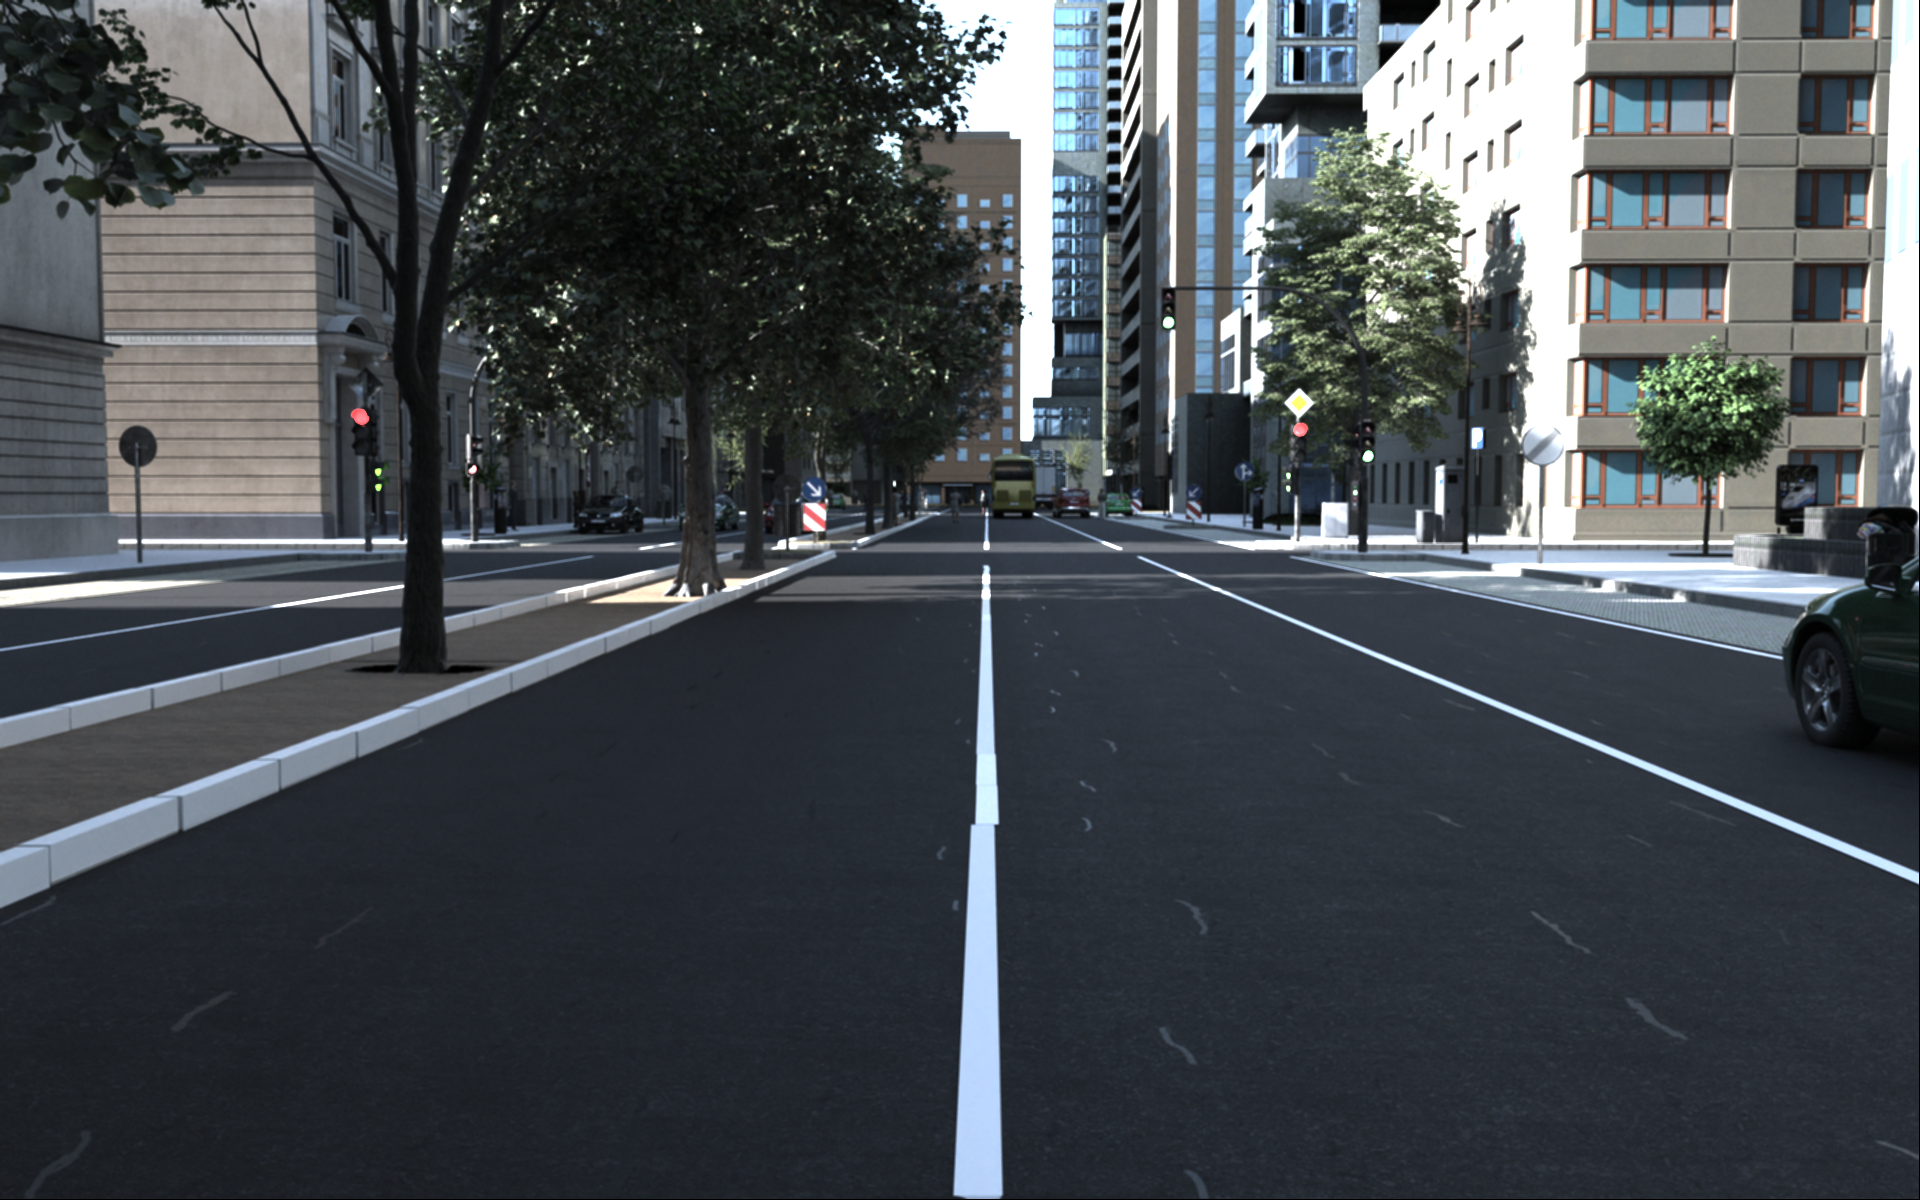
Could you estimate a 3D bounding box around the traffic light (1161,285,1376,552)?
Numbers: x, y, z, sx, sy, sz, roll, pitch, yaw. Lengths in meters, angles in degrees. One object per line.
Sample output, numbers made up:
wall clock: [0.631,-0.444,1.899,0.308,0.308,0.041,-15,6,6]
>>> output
traffic light: [6.744,-3.869,37.921,4.771,5.953,1.251,0,4,1]

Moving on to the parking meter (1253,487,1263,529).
parking meter: [10.873,-3.350,63.184,0.372,1.533,0.369,0,3,0]

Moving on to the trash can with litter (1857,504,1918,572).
trash can with litter: [10.507,-0.509,19.706,0.624,1.170,1.055,1,4,23]

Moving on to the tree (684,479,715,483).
tree: [-14.641,-6.197,95.918,1.663,3.219,1.824,0,3,0]

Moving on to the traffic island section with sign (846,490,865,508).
traffic island section with sign: [-10.684,-10.277,176.656,1.989,1.847,2.006,0,4,1]

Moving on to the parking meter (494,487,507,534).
parking meter: [-14.862,-2.910,55.985,0.372,1.533,0.369,0,3,0]

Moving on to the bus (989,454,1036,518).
bus: [3.202,-7.007,106.111,2.896,3.916,12.252,0,4,1]

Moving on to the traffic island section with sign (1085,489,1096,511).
traffic island section with sign: [10.599,-8.527,148.041,1.989,1.847,2.006,0,4,1]

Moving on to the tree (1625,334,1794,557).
tree: [15.399,-3.184,35.776,4.285,4.588,4.351,0,3,0]

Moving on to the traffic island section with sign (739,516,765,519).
traffic island section with sign: [-11.882,-5.560,99.537,1.989,1.847,2.006,0,4,1]

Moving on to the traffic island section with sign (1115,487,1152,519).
traffic island section with sign: [9.817,-5.473,98.106,1.989,1.847,2.006,0,4,1]

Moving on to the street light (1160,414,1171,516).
street light: [11.879,-7.801,100.341,0.468,5.910,1.993,0,4,1]

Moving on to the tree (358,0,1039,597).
tree: [-3.669,-6.401,24.115,9.611,12.733,9.660,0,3,0]

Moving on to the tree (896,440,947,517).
tree: [-2.583,-9.588,109.589,4.360,8.622,3.978,0,3,0]

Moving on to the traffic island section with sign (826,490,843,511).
traffic island section with sign: [-11.121,-8.579,148.891,1.989,1.847,2.006,0,4,1]

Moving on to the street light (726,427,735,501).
street light: [-14.144,-8.222,107.217,0.468,5.910,1.993,0,4,1]

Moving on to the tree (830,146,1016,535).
tree: [-3.151,-9.039,60.618,12.009,13.543,11.850,0,3,0]

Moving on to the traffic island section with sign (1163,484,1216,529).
traffic island section with sign: [9.396,-3.824,71.154,1.989,1.847,2.006,0,4,1]

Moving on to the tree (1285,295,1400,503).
tree: [13.809,-6.878,62.819,4.737,8.622,4.395,0,3,0]

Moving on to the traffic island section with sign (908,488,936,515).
traffic island section with sign: [-2.635,-6.910,121.117,2.006,1.907,1.989,0,4,1]

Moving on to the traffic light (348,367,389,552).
traffic light: [-13.122,-3.024,38.355,0.839,4.253,0.868,0,4,1]

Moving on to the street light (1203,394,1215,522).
street light: [11.579,-6.588,80.494,0.468,5.910,1.993,0,4,1]

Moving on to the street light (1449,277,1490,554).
street light: [10.876,-3.934,37.107,0.468,5.910,1.993,0,4,1]

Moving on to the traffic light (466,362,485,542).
traffic light: [-10.904,-4.384,46.342,4.771,5.953,1.251,0,4,1]

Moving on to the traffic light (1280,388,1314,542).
traffic light: [8.962,-3.492,46.014,0.839,4.253,0.868,0,4,1]

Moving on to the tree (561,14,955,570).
tree: [-3.995,-6.861,32.758,7.486,12.596,7.792,0,3,0]

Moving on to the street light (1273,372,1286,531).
street light: [11.195,-5.374,60.649,0.468,5.910,1.993,0,4,1]

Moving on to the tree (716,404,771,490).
tree: [-14.365,-10.149,116.300,4.737,8.622,4.395,0,3,0]

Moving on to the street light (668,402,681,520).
street light: [-14.338,-6.993,87.116,0.468,5.910,1.993,0,4,1]

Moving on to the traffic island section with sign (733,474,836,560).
traffic island section with sign: [-3.922,-1.862,38.581,2.006,1.907,1.989,0,4,1]

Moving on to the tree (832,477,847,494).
tree: [-13.385,-12.269,195.192,1.663,3.219,1.824,0,3,0]

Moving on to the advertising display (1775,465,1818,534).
advertising display: [18.523,-2.027,38.360,0.974,1.923,0.123,-1,4,-12]

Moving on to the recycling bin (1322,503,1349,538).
recycling bin: [10.920,-2.317,50.435,0.722,1.027,0.722,1,4,9]

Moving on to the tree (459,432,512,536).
tree: [-14.970,-3.601,53.482,1.663,3.219,1.824,0,3,0]

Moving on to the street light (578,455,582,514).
street light: [-14.756,-5.774,67.191,0.468,5.910,1.993,0,4,1]

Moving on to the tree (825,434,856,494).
tree: [-13.869,-15.206,198.986,4.737,8.622,4.395,0,3,0]

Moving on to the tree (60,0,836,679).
tree: [-4.210,-5.213,13.447,9.928,11.665,9.643,0,3,0]

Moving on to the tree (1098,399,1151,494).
tree: [12.630,-11.246,134.240,4.360,8.622,3.978,0,3,0]

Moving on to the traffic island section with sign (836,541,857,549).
traffic island section with sign: [-3.797,-2.315,45.987,2.006,1.907,1.989,0,4,1]

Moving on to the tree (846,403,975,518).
tree: [-3.196,-10.190,103.469,8.767,10.594,7.601,0,4,1]

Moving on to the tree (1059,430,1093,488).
tree: [13.470,-15.169,198.377,4.737,8.622,4.395,0,3,0]

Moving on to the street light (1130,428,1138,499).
street light: [12.150,-9.051,120.769,0.468,5.910,1.993,0,4,1]

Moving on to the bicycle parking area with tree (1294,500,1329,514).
bicycle parking area with tree: [19.871,-5.775,81.430,9.016,4.147,8.231,3,4,38]

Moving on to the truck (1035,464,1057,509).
truck: [7.897,-10.973,168.325,2.839,4.237,11.283,0,4,0]

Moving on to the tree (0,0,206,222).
tree: [-4.381,-5.739,2.944,9.857,13.997,8.962,0,3,0]

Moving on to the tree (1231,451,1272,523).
tree: [13.186,-5.058,77.293,1.663,3.219,1.824,0,3,0]

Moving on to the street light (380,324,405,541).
street light: [-15.158,-4.528,46.828,0.468,5.910,1.993,0,4,1]

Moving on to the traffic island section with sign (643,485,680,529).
traffic island section with sign: [-12.314,-3.867,71.861,1.989,1.847,2.006,0,4,1]

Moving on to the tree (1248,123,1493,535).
tree: [12.638,-8.285,53.591,7.486,12.596,7.792,0,3,0]

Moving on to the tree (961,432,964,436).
tree: [-3.086,-9.240,71.658,7.486,12.596,7.792,0,3,0]
